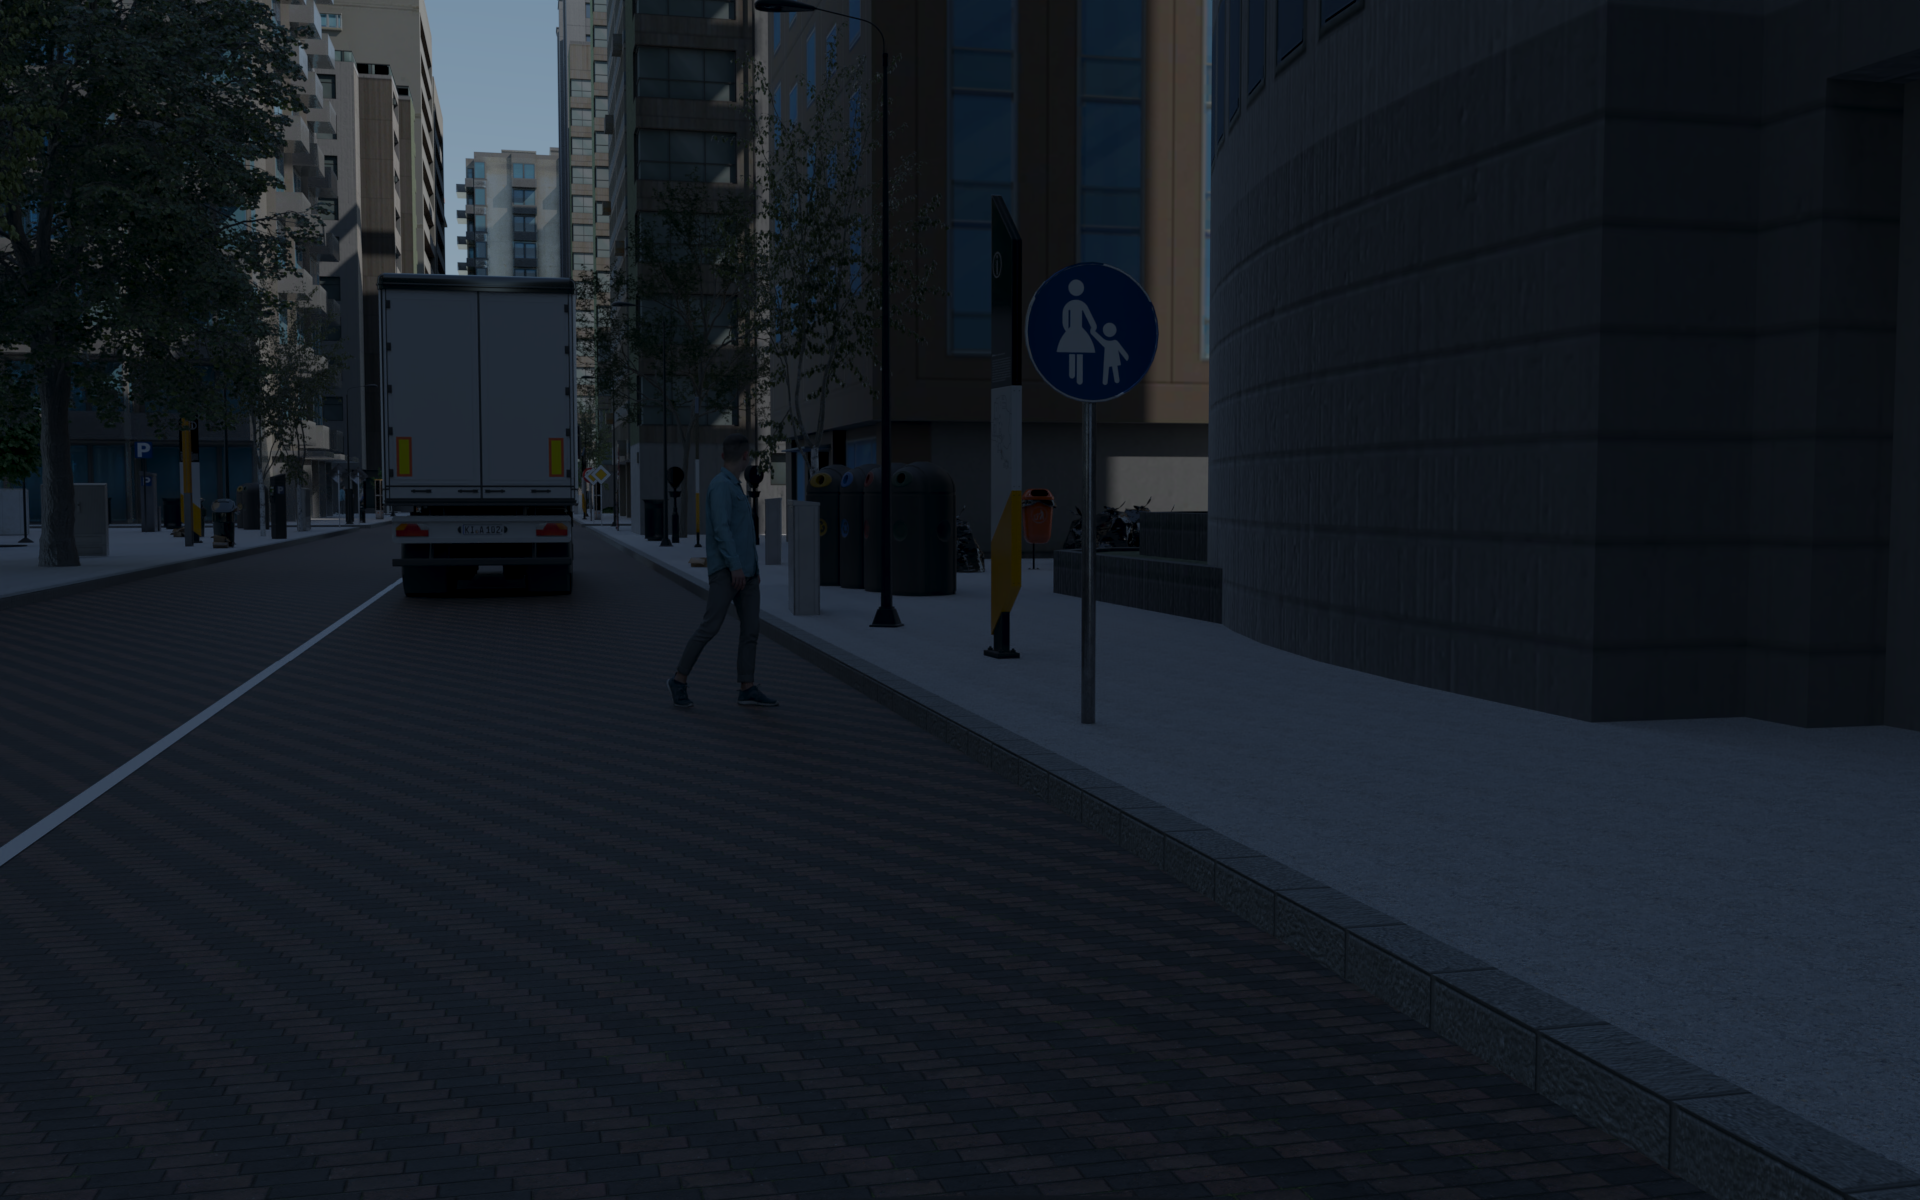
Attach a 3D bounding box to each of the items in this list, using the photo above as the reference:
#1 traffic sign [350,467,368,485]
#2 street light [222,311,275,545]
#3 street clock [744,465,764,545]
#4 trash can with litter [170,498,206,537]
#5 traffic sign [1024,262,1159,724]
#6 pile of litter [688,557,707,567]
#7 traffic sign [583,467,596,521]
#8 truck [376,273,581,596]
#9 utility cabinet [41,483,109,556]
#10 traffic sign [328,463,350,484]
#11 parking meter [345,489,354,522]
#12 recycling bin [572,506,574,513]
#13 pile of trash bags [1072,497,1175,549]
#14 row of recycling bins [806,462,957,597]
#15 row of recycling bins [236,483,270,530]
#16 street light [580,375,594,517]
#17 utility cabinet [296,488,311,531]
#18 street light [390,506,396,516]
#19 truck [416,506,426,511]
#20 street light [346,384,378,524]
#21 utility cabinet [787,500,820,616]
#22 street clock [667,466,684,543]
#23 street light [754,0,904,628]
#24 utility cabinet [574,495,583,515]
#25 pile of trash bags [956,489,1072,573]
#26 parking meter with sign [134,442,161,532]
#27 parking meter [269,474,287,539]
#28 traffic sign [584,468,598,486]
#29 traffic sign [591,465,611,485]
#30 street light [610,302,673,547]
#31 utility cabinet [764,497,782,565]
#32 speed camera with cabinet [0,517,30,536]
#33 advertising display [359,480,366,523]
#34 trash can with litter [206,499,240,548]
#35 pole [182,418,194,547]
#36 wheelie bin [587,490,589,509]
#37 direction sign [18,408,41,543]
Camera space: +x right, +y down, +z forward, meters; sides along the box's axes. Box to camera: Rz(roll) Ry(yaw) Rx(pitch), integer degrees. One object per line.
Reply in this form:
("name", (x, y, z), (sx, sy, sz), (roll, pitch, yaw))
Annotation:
("traffic sign", (-25.535, -4.362, 73.504), (0.795, 2.593, 0.064), (-1, 4, -14))
("street light", (-18.022, -4.363, 43.868), (1.470, 5.913, 1.316), (-1, 4, -14))
("street clock", (-5.172, -2.382, 43.517), (0.471, 2.002, 0.358), (-3, 5, -45))
("trash can with litter", (-22.902, -2.444, 51.340), (1.055, 1.170, 0.624), (0, 4, 8))
("traffic sign", (0.718, -0.582, 9.624), (0.768, 2.556, 0.104), (-1, 4, -12))
("pile of litter", (-4.195, -1.009, 30.458), (1.176, 0.858, 1.719), (-1, 4, -9))
("traffic sign", (-17.507, -5.020, 82.175), (0.768, 2.556, 0.104), (-1, 4, -14))
("truck", (-7.439, -2.371, 27.687), (2.839, 4.237, 11.283), (-1, 4, -13))
("utility cabinet", (-18.003, -1.624, 35.235), (1.173, 1.500, 0.318), (-1, 4, -17))
("traffic sign", (-23.590, -3.888, 65.758), (0.795, 2.593, 0.064), (-1, 4, -14))
("parking meter", (-28.069, -4.356, 79.639), (0.372, 1.533, 0.369), (0, 3, 0))
("recycling bin", (-26.710, -6.588, 120.264), (0.722, 1.027, 0.722), (-3, 5, -40))
("pile of trash bags", (3.668, -1.336, 31.594), (3.447, 1.369, 1.912), (-1, 4, -12))
("row of recycling bins", (-1.079, -0.989, 23.279), (1.069, 1.692, 3.534), (-2, 4, -27))
("row of recycling bins", (-25.925, -3.454, 63.586), (1.069, 1.692, 3.534), (-2, 4, -27))
("street light", (-14.140, -5.842, 68.059), (1.470, 5.913, 1.316), (-1, 4, -14))
("utility cabinet", (-22.771, -3.146, 60.119), (0.318, 1.500, 1.173), (-1, 4, -13))
("street light", (-31.953, -7.745, 99.178), (1.470, 5.913, 1.316), (-1, 4, -14))
("truck", (-25.836, -5.556, 86.767), (3.469, 3.379, 9.791), (-1, 4, -14))
("street light", (-25.348, -6.167, 73.372), (1.470, 5.913, 1.316), (-1, 4, -14))
("utility cabinet", (-1.687, -0.465, 18.772), (0.306, 1.237, 1.020), (-1, 4, -9))
("street clock", (-7.448, -2.491, 45.292), (0.471, 2.002, 0.358), (-1, 4, -15))
("street light", (-1.237, -2.688, 16.487), (1.470, 5.913, 1.316), (-1, 4, -14))
("utility cabinet", (-23.978, -5.985, 109.018), (0.306, 1.237, 1.020), (1, 4, 10))
("pile of trash bags", (-0.083, -1.177, 29.001), (3.447, 1.369, 1.912), (-1, 4, -10))
("parking meter with sign", (-27.438, -3.814, 58.617), (0.543, 3.016, 1.738), (-1, 4, -16))
("parking meter", (-19.455, -2.672, 49.404), (0.255, 1.863, 0.399), (3, 4, 39))
("traffic sign", (-16.030, -4.506, 75.861), (0.795, 2.593, 0.064), (-1, 4, -14))
("traffic sign", (-14.085, -4.032, 68.115), (0.795, 2.593, 0.064), (-1, 4, -14))
("street light", (-7.717, -4.253, 42.076), (1.470, 5.913, 1.316), (-1, 4, -14))
("utility cabinet", (-3.432, -1.264, 31.825), (0.306, 1.237, 1.020), (0, 4, -5))
("speed camera with cabinet", (-29.851, -3.604, 53.261), (2.038, 3.252, 0.660), (-3, 4, -36))
("advertising display", (-26.557, -4.387, 76.944), (0.123, 1.923, 0.974), (-2, 4, -32))
("trash can with litter", (-17.517, -1.828, 41.277), (0.624, 1.170, 1.055), (-1, 4, -18))
("pole", (-18.864, -2.964, 42.298), (0.158, 3.312, 0.155), (0, 3, 0))
("wheelie bin", (-32.036, -8.634, 149.072), (0.693, 1.594, 0.980), (0, 4, -8))
("direction sign", (-24.627, -3.275, 45.550), (0.379, 3.537, 0.876), (3, 5, 41))
